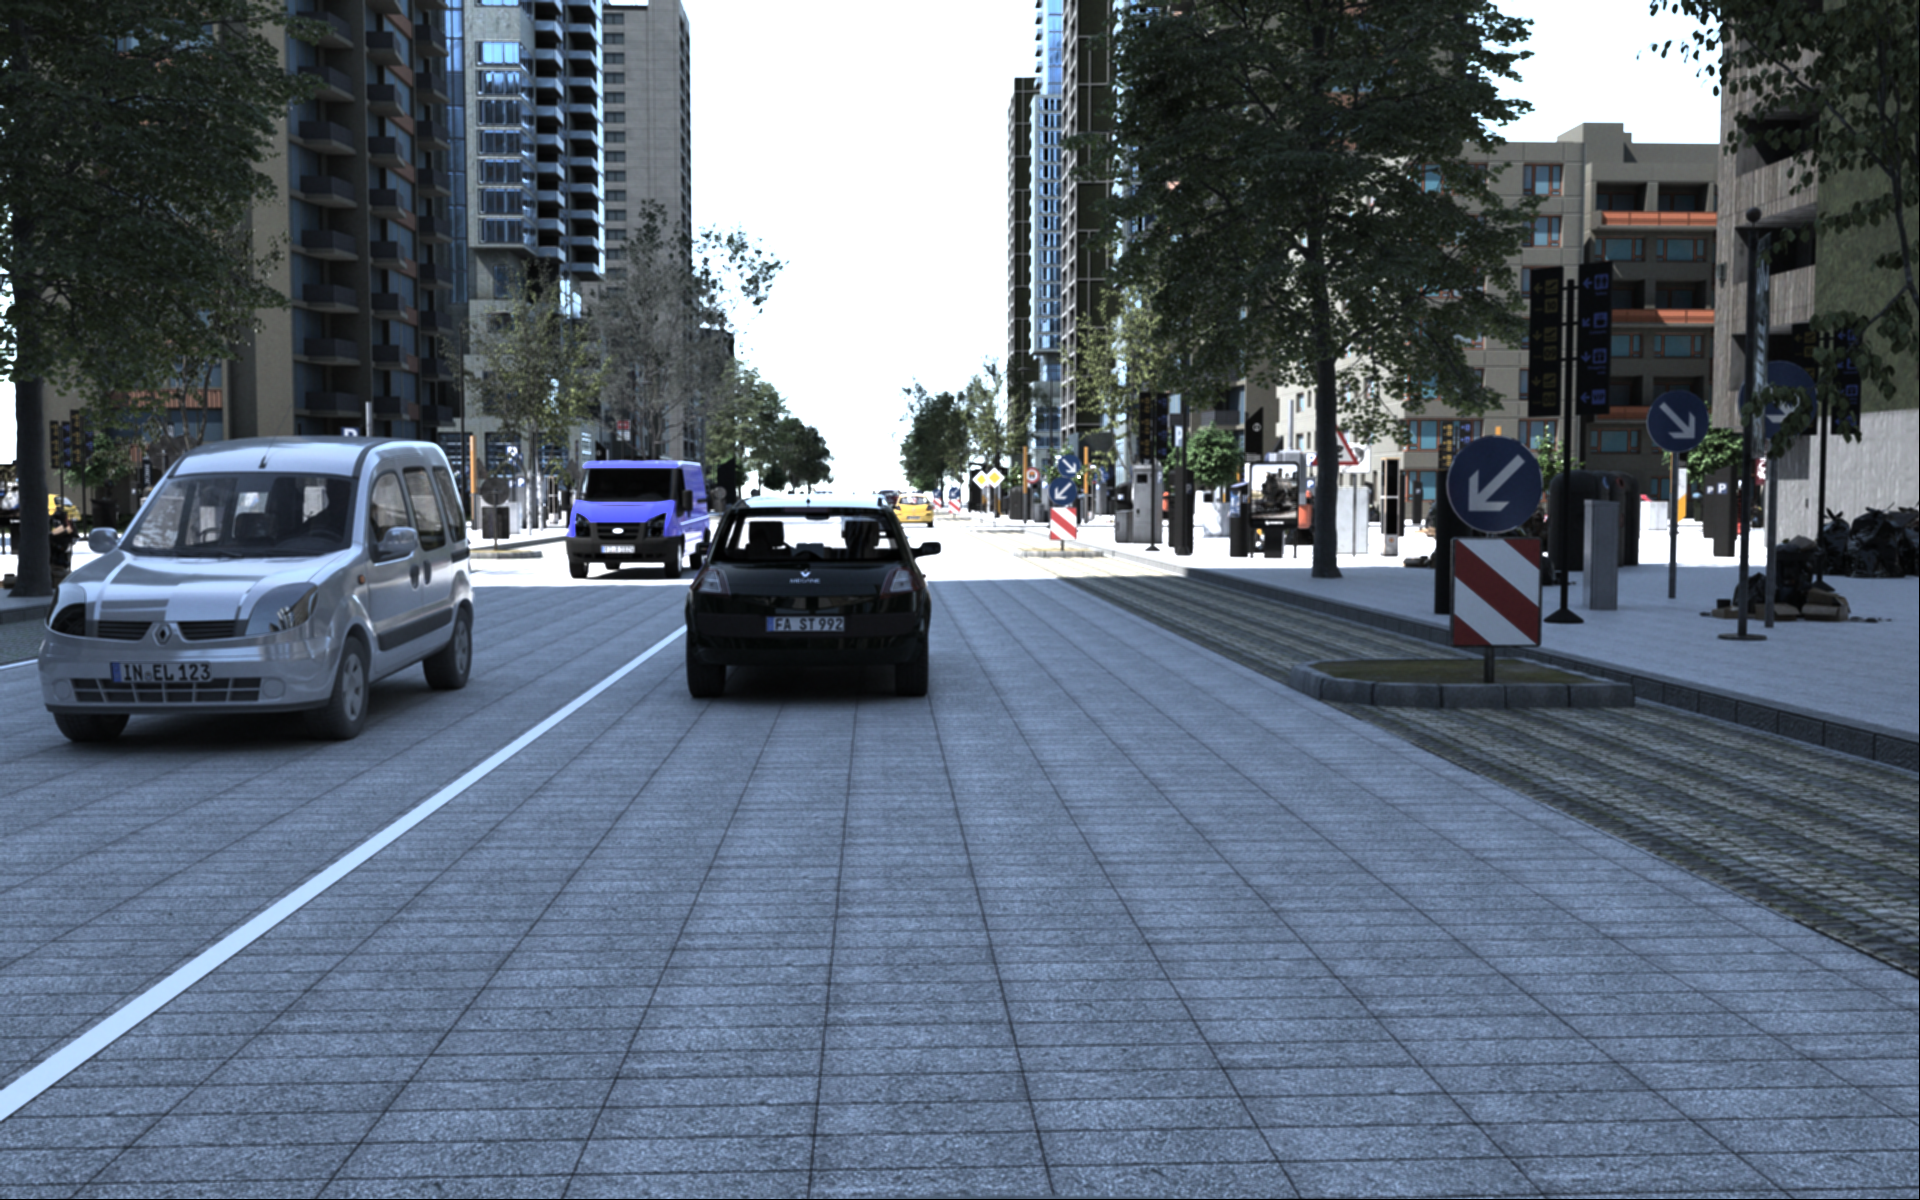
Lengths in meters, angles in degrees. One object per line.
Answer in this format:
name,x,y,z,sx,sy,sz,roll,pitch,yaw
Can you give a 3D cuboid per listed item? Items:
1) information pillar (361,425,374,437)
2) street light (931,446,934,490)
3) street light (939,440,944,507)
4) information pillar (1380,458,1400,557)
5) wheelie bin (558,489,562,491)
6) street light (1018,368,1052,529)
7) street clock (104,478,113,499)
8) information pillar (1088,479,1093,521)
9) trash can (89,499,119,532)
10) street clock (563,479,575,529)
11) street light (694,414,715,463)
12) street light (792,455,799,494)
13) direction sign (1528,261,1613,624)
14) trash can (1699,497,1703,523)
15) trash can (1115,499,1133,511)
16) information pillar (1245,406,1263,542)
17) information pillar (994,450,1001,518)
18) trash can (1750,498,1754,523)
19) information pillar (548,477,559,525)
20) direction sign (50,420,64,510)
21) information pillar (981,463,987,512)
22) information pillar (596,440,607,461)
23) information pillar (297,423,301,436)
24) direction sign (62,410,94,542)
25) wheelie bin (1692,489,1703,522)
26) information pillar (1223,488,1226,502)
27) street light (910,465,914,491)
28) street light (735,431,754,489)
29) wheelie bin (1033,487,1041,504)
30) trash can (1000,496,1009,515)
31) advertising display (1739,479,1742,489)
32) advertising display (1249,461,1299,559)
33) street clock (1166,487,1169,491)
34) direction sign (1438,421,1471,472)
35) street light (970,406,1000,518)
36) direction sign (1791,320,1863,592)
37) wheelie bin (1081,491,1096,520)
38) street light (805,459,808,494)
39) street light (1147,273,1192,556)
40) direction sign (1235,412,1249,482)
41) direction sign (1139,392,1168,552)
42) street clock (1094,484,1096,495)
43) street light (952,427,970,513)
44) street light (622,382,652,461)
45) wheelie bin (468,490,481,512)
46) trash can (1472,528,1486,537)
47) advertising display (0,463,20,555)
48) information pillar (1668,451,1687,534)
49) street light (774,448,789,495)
information pillar,-20.263,-4.158,59.345,0.504,3.616,0.183,-3,5,-42
street light,-2.252,-11.980,168.409,1.470,5.913,1.316,0,4,-3
street light,-1.208,-10.691,147.335,1.470,5.913,1.316,0,4,-3
information pillar,8.825,-1.900,35.562,0.304,2.012,0.304,0,4,-4
wheelie bin,-23.408,-5.686,100.878,0.693,1.594,0.980,1,4,19
street light,2.826,-5.590,63.930,1.470,5.913,1.316,0,4,-3
street clock,-38.026,-4.454,77.386,0.358,2.002,0.471,0,4,-4
information pillar,6.066,-4.696,81.264,0.304,2.012,0.304,0,4,7
trash can,-23.738,-2.227,48.066,0.748,1.137,0.748,0,3,0
street clock,-14.501,-3.654,64.315,0.358,2.002,0.471,1,4,19
street light,-14.813,-7.806,100.161,1.470,5.913,1.316,0,4,-3
street light,-19.590,-14.116,203.338,1.470,5.913,1.316,0,4,-3
direction sign,6.045,-1.544,17.236,0.379,3.537,0.876,-3,5,-39
trash can,32.819,-3.933,75.961,0.748,1.137,0.748,0,3,0
trash can,4.465,-2.094,45.891,0.748,1.137,0.748,0,3,0
information pillar,7.891,-3.369,46.441,0.504,3.616,0.183,2,4,30
information pillar,1.998,-6.210,92.894,0.183,3.616,0.504,3,4,38
trash can,25.699,-2.774,57.010,0.748,1.137,0.748,0,3,0
information pillar,-17.112,-4.185,72.911,0.304,2.012,0.304,2,4,30
direction sign,-27.882,-3.777,53.751,0.379,3.537,0.876,1,4,10
information pillar,1.786,-8.238,126.048,0.504,3.616,0.183,-2,4,-32
information pillar,-15.556,-5.122,75.098,0.504,3.616,0.183,1,4,9
information pillar,-21.825,-4.031,57.268,0.183,3.616,0.504,-2,4,-26
direction sign,-23.734,-3.357,46.889,0.379,3.537,0.876,1,4,9
wheelie bin,34.068,-4.386,79.627,0.693,1.594,0.980,3,4,36
information pillar,12.889,-5.690,84.380,0.183,3.616,0.504,1,4,11
street light,-6.161,-17.027,250.933,1.470,5.913,1.316,0,4,-3
street light,-16.106,-9.528,128.322,1.470,5.913,1.316,0,4,-3
wheelie bin,3.800,-4.393,79.727,0.980,1.594,0.693,-1,4,-22
trash can,2.641,-5.703,104.894,0.748,1.137,0.748,0,3,0
advertising display,34.183,-4.348,76.295,0.123,1.923,0.974,0,4,-8
advertising display,6.236,-1.786,34.419,0.974,1.923,0.123,1,4,12
street clock,11.596,-5.560,95.480,0.471,2.002,0.358,3,5,40
direction sign,15.385,-3.778,53.761,0.876,3.537,0.379,1,4,22
street light,1.412,-7.273,91.460,1.470,5.913,1.316,0,4,-3
direction sign,11.377,-1.886,22.828,0.379,3.537,0.876,-3,5,-44
wheelie bin,6.450,-4.818,86.688,0.693,1.594,0.980,1,4,11
street light,-21.123,-15.867,231.958,1.470,5.913,1.316,0,4,-3
street light,4.103,-3.868,35.789,1.470,5.913,1.316,0,4,-3
direction sign,7.949,-3.432,48.107,0.379,3.537,0.876,1,4,14
direction sign,4.315,-2.857,38.713,0.876,3.537,0.379,-3,4,-39
street clock,8.404,-6.301,107.583,0.471,2.002,0.358,1,4,23
street light,0.108,-8.962,119.067,1.470,5.913,1.316,0,4,-3
street light,-13.417,-6.069,71.767,1.470,5.913,1.316,0,4,-3
wheelie bin,-25.977,-5.190,92.770,0.693,1.594,0.980,-2,4,-32
trash can,8.183,-0.915,26.611,0.748,1.137,0.748,0,3,0
advertising display,-19.801,-1.907,36.400,0.974,1.923,0.123,1,4,19
information pillar,22.970,-3.916,55.380,0.504,3.616,0.183,0,4,3
street light,-18.336,-12.427,175.728,1.470,5.913,1.316,0,4,-3
